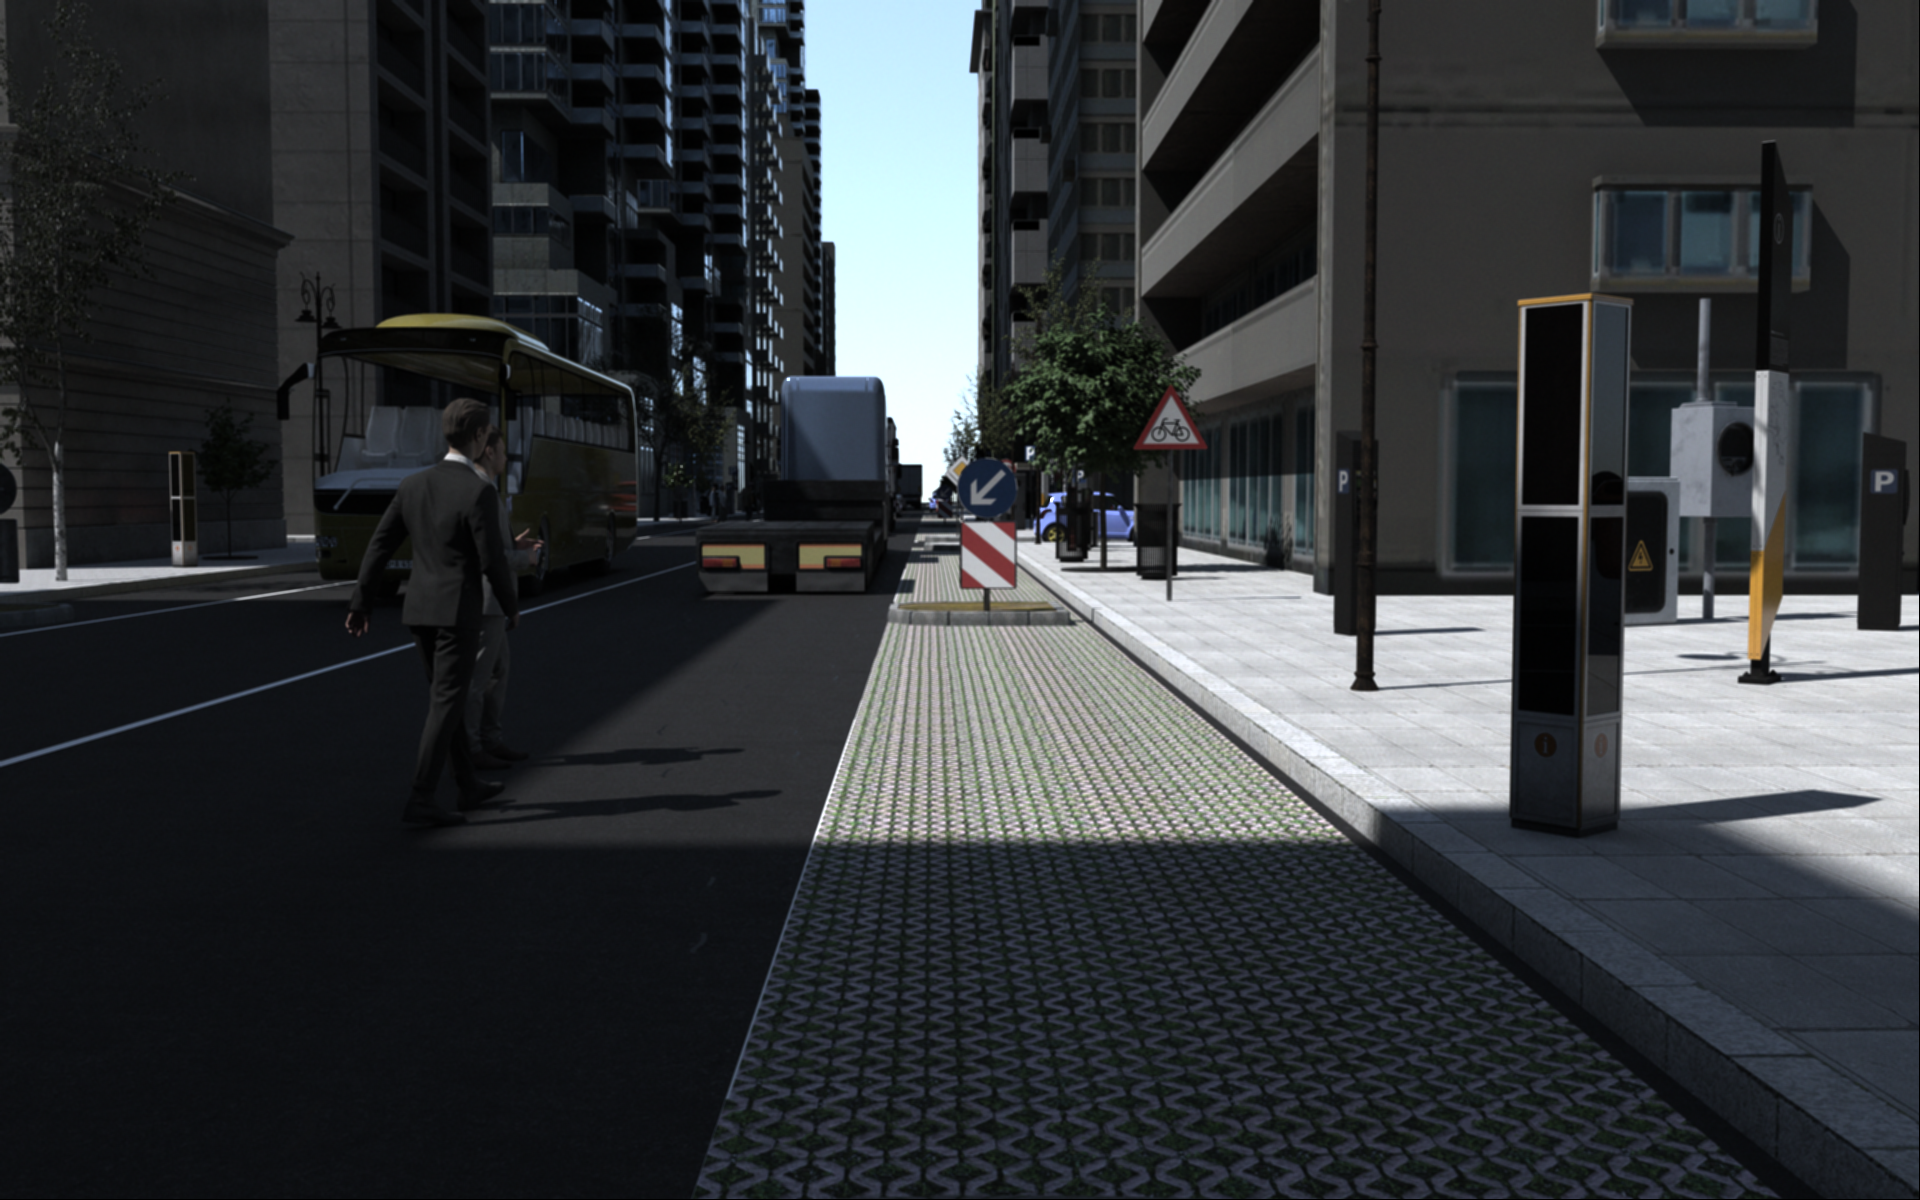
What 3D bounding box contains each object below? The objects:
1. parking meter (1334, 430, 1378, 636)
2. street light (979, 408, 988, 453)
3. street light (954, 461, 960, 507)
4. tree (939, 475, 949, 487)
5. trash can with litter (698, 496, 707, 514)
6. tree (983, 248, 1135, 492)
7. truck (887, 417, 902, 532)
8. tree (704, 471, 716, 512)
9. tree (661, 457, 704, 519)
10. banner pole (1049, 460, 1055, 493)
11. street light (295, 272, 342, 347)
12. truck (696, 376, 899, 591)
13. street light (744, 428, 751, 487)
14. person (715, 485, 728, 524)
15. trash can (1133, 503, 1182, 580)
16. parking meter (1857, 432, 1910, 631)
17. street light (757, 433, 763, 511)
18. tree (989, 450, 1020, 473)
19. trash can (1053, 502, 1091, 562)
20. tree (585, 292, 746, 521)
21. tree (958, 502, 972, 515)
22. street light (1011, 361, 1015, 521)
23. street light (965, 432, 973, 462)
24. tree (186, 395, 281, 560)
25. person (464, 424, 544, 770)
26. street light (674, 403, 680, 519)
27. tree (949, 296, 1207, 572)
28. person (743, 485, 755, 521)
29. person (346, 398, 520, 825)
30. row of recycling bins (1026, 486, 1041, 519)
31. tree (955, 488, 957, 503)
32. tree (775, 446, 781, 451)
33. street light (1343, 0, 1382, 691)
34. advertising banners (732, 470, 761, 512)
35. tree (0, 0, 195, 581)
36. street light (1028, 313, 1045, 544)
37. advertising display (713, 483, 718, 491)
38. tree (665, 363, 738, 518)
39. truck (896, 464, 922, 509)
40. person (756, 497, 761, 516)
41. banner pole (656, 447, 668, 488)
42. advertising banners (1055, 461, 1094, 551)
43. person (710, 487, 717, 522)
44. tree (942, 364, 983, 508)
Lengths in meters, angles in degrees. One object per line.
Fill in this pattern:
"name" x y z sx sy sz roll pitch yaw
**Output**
"parking meter" 3.606 -0.615 15.767 0.255 1.863 0.399 -1 4 -15
"street light" 1.251 -7.364 93.193 0.468 5.910 1.993 0 4 -1
"street light" -0.068 -12.118 170.910 0.468 5.910 1.993 0 4 -1
"tree" -1.269 -16.324 250.606 4.285 4.588 4.351 0 3 0
"trash can with litter" -16.574 -6.120 111.448 0.624 1.170 1.055 -1 4 -16
"tree" 3.452 -6.271 52.901 4.737 8.622 4.395 0 3 0
"truck" -3.784 -4.868 68.508 2.839 4.237 11.283 0 4 -1
"tree" -18.482 -7.877 123.385 1.663 3.219 1.824 0 3 0
"tree" -14.575 -5.849 90.233 1.663 3.219 1.824 0 3 0
"banner pole" 5.074 -6.601 97.944 0.863 3.779 0.401 1 4 14
"street light" -13.345 -3.877 36.178 0.468 5.910 1.993 0 4 -1
"truck" -2.755 -2.690 33.748 2.967 4.110 18.799 0 4 -1
"street light" -14.896 -9.069 121.071 0.468 5.910 1.993 0 4 -1
"person" -9.666 -3.750 70.043 0.641 1.798 0.478 1 4 21
"trash can" 2.959 -0.878 26.006 0.748 1.137 0.748 0 3 0
"parking meter" 8.705 -0.648 16.311 0.399 1.863 0.255 2 4 29
"street light" -14.909 -9.564 129.157 0.468 5.910 1.993 0 4 -1
"tree" 1.927 -4.973 75.910 1.663 3.219 1.824 0 3 0
"trash can" 2.111 -1.286 32.686 0.748 1.137 0.748 0 3 0
"tree" -14.240 -8.946 80.684 8.767 10.594 7.601 0 4 -7
"tree" 1.067 -6.872 106.953 1.663 3.219 1.824 0 3 0
"street light" 1.831 -5.342 60.126 0.468 5.910 1.993 0 4 -1
"street light" 0.828 -9.387 126.262 0.468 5.910 1.993 0 4 -1
"tree" -14.383 -2.411 34.023 1.663 3.219 1.824 0 3 0
"person" -2.415 -0.024 9.093 0.583 1.804 0.606 -2 4 -35
"street light" -14.258 -7.007 87.349 0.468 5.910 1.993 0 4 -1
"tree" 2.380 -2.768 28.977 4.285 4.588 4.351 0 3 0
"person" -9.138 -4.067 74.912 0.656 1.842 0.836 1 4 18
"person" -2.219 0.038 7.654 0.659 1.850 0.755 2 4 28
"row of recycling bins" 2.848 -5.070 90.004 3.534 1.692 1.069 1 4 18
"tree" -0.484 -16.139 258.478 1.663 3.219 1.824 0 3 0
"tree" -16.844 -18.013 204.882 12.009 13.543 11.850 0 3 0
"street light" 2.651 -2.348 11.171 0.468 5.910 1.993 0 4 -1
"advertising banners" -15.240 -7.775 123.308 2.074 3.025 0.090 0 4 0
"tree" -13.531 -4.584 25.314 4.360 8.622 3.978 0 3 0
"street light" 2.004 -4.374 44.297 0.468 5.910 1.993 0 4 -1
"advertising display" -14.723 -6.073 104.506 0.123 1.923 0.974 -1 4 -19
"tree" -14.271 -8.810 94.408 4.737 8.622 4.395 0 3 0
"truck" -5.013 -11.016 169.018 2.839 4.237 11.283 0 4 -2
"person" -13.058 -6.044 112.000 0.352 1.250 0.332 1 4 16
"banner pole" -15.819 -6.220 91.711 0.863 3.779 0.401 -3 5 -43
"advertising banners" 2.534 -2.613 38.916 0.090 3.025 2.074 2 4 29
"person" -12.640 -4.906 88.901 0.419 1.800 0.721 -1 4 -18
"tree" 1.624 -8.975 97.103 4.737 8.622 4.395 0 3 0
